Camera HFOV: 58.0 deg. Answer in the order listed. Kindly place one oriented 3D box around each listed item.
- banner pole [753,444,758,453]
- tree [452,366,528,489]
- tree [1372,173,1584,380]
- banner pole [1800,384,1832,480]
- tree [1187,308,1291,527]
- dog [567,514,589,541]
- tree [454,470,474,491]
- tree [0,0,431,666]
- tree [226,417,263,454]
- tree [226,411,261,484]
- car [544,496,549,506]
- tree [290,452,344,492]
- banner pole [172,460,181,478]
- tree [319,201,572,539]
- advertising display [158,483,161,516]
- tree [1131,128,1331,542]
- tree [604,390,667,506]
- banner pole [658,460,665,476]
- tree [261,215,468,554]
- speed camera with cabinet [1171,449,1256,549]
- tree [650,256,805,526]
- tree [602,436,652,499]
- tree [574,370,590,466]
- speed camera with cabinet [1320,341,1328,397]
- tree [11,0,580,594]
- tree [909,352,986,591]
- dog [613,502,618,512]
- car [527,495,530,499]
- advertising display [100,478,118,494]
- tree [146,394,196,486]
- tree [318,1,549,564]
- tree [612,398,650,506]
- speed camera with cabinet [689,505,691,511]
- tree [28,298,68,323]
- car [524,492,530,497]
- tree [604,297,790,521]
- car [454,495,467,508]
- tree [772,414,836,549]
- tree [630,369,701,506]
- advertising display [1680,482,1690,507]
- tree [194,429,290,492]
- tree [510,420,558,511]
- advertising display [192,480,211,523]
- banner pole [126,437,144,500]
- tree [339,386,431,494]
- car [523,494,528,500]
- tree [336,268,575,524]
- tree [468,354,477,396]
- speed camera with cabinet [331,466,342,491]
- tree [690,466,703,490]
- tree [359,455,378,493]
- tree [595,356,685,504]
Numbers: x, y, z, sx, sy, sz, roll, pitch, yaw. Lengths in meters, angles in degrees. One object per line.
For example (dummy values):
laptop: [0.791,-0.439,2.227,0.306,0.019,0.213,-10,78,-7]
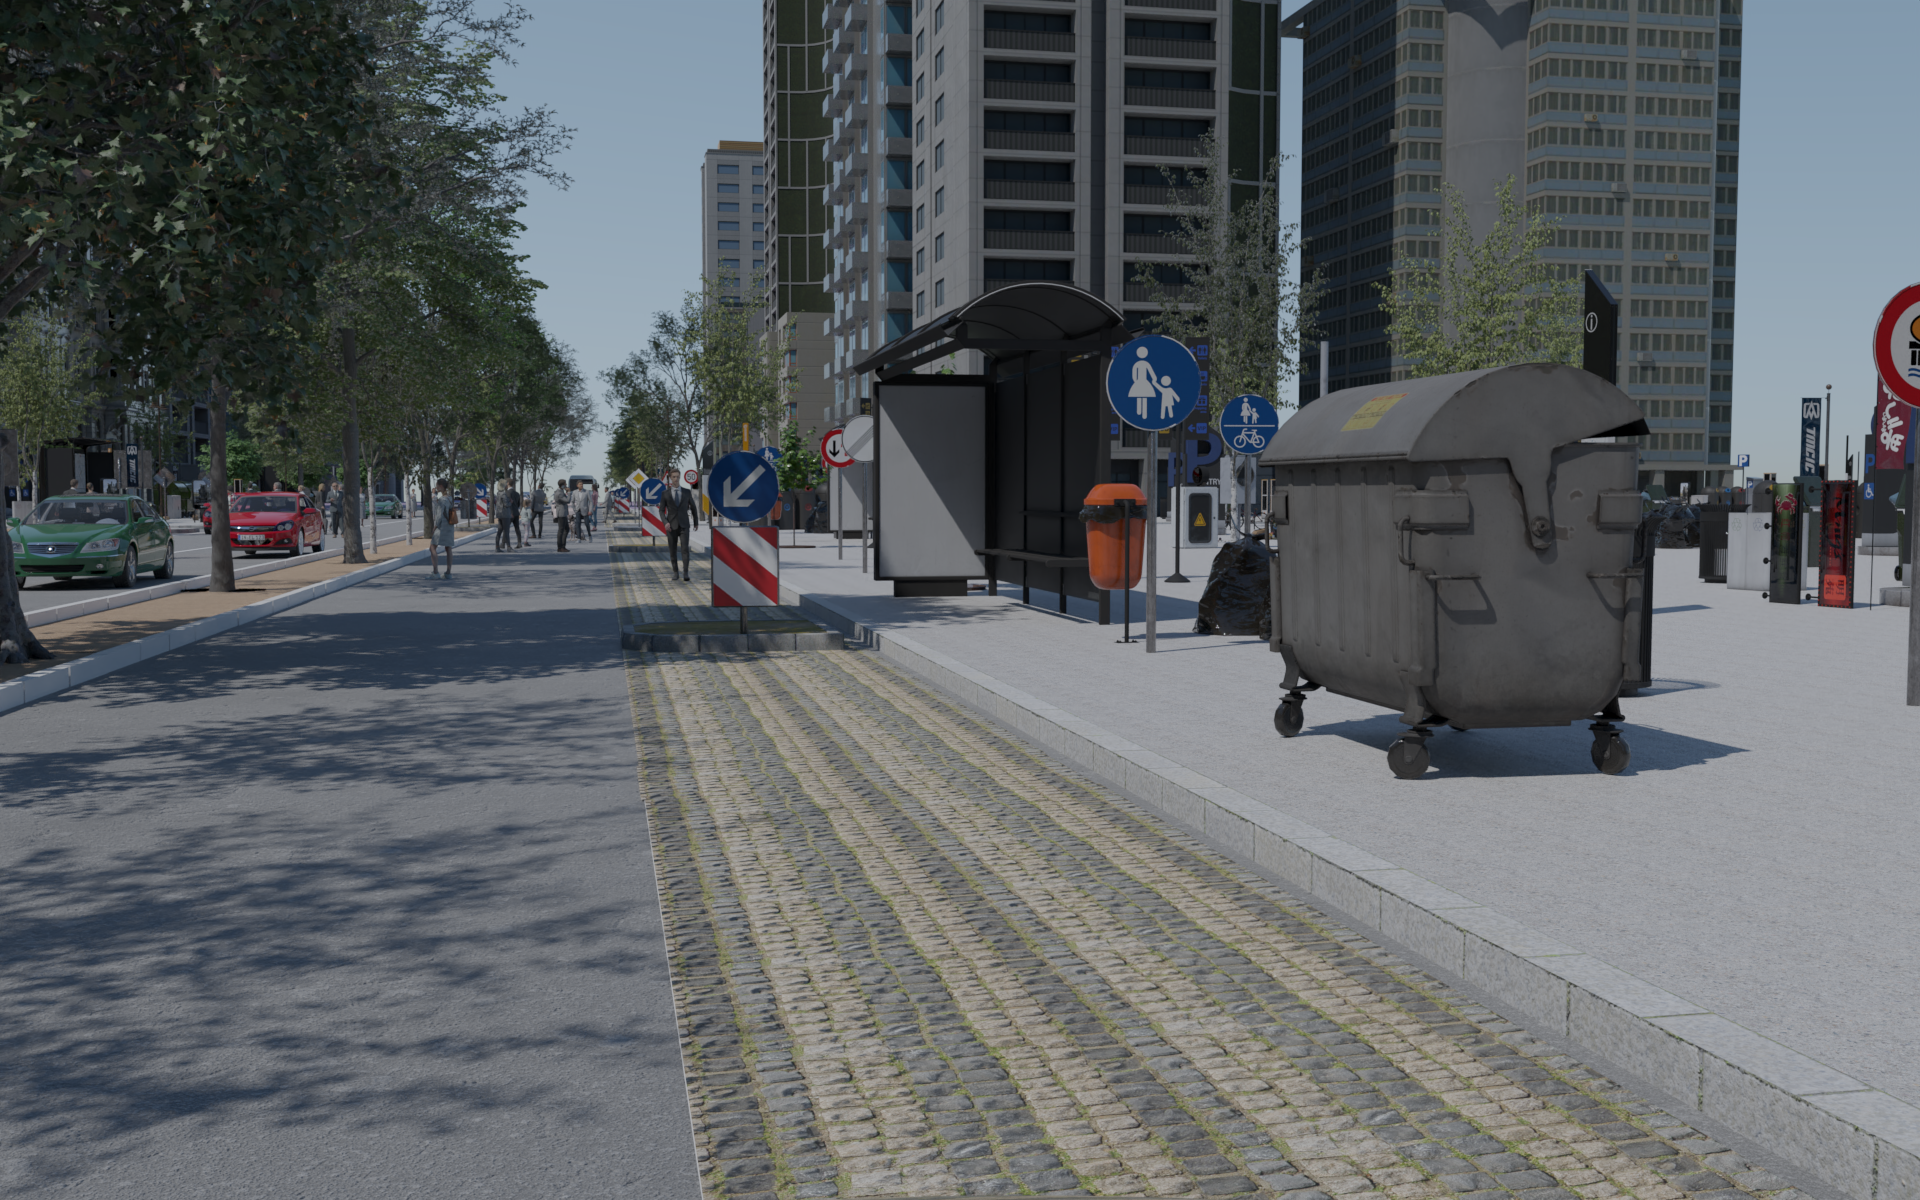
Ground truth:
banner pole: [-10.168,-5.948,87.265,0.863,3.779,0.401,-3,4,-36]
tree: [-22.875,-8.036,84.209,4.737,8.622,4.395,0,3,0]
tree: [11.745,-5.447,39.425,4.737,8.622,4.395,0,3,0]
banner pole: [19.557,-3.029,39.539,0.863,3.779,0.401,0,4,-3]
tree: [10.582,-7.151,67.275,4.737,8.622,4.395,0,3,0]
dog: [-11.684,-2.228,53.260,0.800,0.831,0.513,0,4,0]
tree: [-69.117,-15.742,241.101,4.285,4.588,4.351,0,3,0]
tree: [-8.277,-5.798,14.268,9.611,12.733,9.660,0,3,0]
tree: [-57.818,-11.606,140.114,4.737,8.622,4.395,0,3,0]
tree: [-53.985,-11.066,131.286,4.360,8.622,3.978,0,3,0]
car: [-52.729,-12.704,217.929,2.015,1.641,3.980,-1,4,-10]
tree: [-42.476,-7.871,112.406,4.285,4.588,4.351,0,3,0]
banner pole: [-58.050,-8.471,128.514,0.401,3.779,0.863,2,4,29]
tree: [-16.976,-7.739,54.741,9.928,11.665,9.643,0,3,0]
advertising display: [-41.061,-5.117,88.882,0.123,1.923,0.974,-2,4,-24]
tree: [5.546,-5.171,34.905,4.360,8.622,3.978,0,3,0]
tree: [-34.498,-16.464,187.308,7.486,12.596,7.792,0,3,0]
banner pole: [-21.966,-8.369,126.856,0.401,3.779,0.863,-1,4,-18]
tree: [-13.900,-5.378,40.758,4.360,8.622,3.978,0,3,0]
speed camera with cabinet: [6.031,-2.861,41.110,2.038,3.252,0.660,-2,4,-25]
tree: [-7.096,-6.380,54.682,4.737,8.622,4.395,0,3,0]
tree: [-56.712,-23.189,296.146,9.611,12.733,9.660,0,3,0]
tree: [-21.258,-8.638,78.094,8.767,10.594,7.601,-1,4,-12]
speed camera with cabinet: [4.836,-1.684,21.862,0.660,3.252,2.038,0,4,7]
tree: [-10.849,-6.865,25.062,12.009,13.543,11.850,0,3,0]
tree: [-0.119,-1.743,23.098,1.663,3.219,1.824,0,3,0]
dog: [-27.913,-7.565,140.523,0.513,0.831,0.800,-2,4,-23]
car: [-50.766,-11.920,206.889,2.014,1.417,4.499,-1,4,-12]
advertising display: [-34.789,-4.014,70.840,0.123,1.923,0.974,0,4,7]
tree: [-50.275,-9.671,108.483,4.737,8.622,4.395,0,3,0]
tree: [-12.272,-6.988,34.835,7.486,12.596,7.792,0,3,0]
tree: [-23.257,-10.973,129.769,4.737,8.622,4.395,0,3,0]
speed camera with cabinet: [-20.185,-8.545,134.049,0.660,3.252,2.038,1,4,23]
tree: [-30.824,-6.570,57.777,4.737,8.622,4.395,0,3,0]
car: [-70.462,-16.669,282.127,1.945,1.707,3.694,-1,4,-13]
tree: [-12.238,-9.005,81.650,8.767,10.594,7.601,-1,4,-20]
car: [-44.306,-8.545,152.288,1.945,1.354,3.894,-1,4,-12]
tree: [-3.998,-2.841,41.056,1.663,3.219,1.824,0,3,0]
tree: [-17.644,-9.340,103.073,4.360,8.622,3.978,0,3,0]
advertising display: [39.700,-5.483,94.856,0.123,1.923,0.974,0,4,-2]
tree: [-36.760,-6.340,87.373,4.285,4.588,4.351,0,3,0]
tree: [-31.055,-10.543,125.202,4.360,8.622,3.978,0,3,0]
advertising display: [-34.123,-4.461,78.151,0.974,1.923,0.123,-3,5,-43]
banner pole: [-35.870,-5.227,75.476,0.863,3.779,0.401,-1,4,-15]
tree: [-51.187,-15.129,154.010,9.857,13.997,8.962,0,3,0]
car: [-67.972,-15.709,269.209,2.083,1.381,4.827,-1,4,-12]
tree: [-18.825,-7.743,63.470,8.767,10.594,7.601,-1,4,-12]
tree: [-15.261,-5.804,47.718,4.360,8.622,3.978,0,3,0]
speed camera with cabinet: [-43.998,-7.873,123.053,0.660,3.252,2.038,-3,5,-44]
tree: [-16.256,-6.956,108.336,1.663,3.219,1.824,0,3,0]
tree: [-46.473,-9.149,133.297,4.285,4.588,4.351,0,3,0]
tree: [-43.117,-23.168,234.688,12.611,20.169,13.585,0,3,0]
